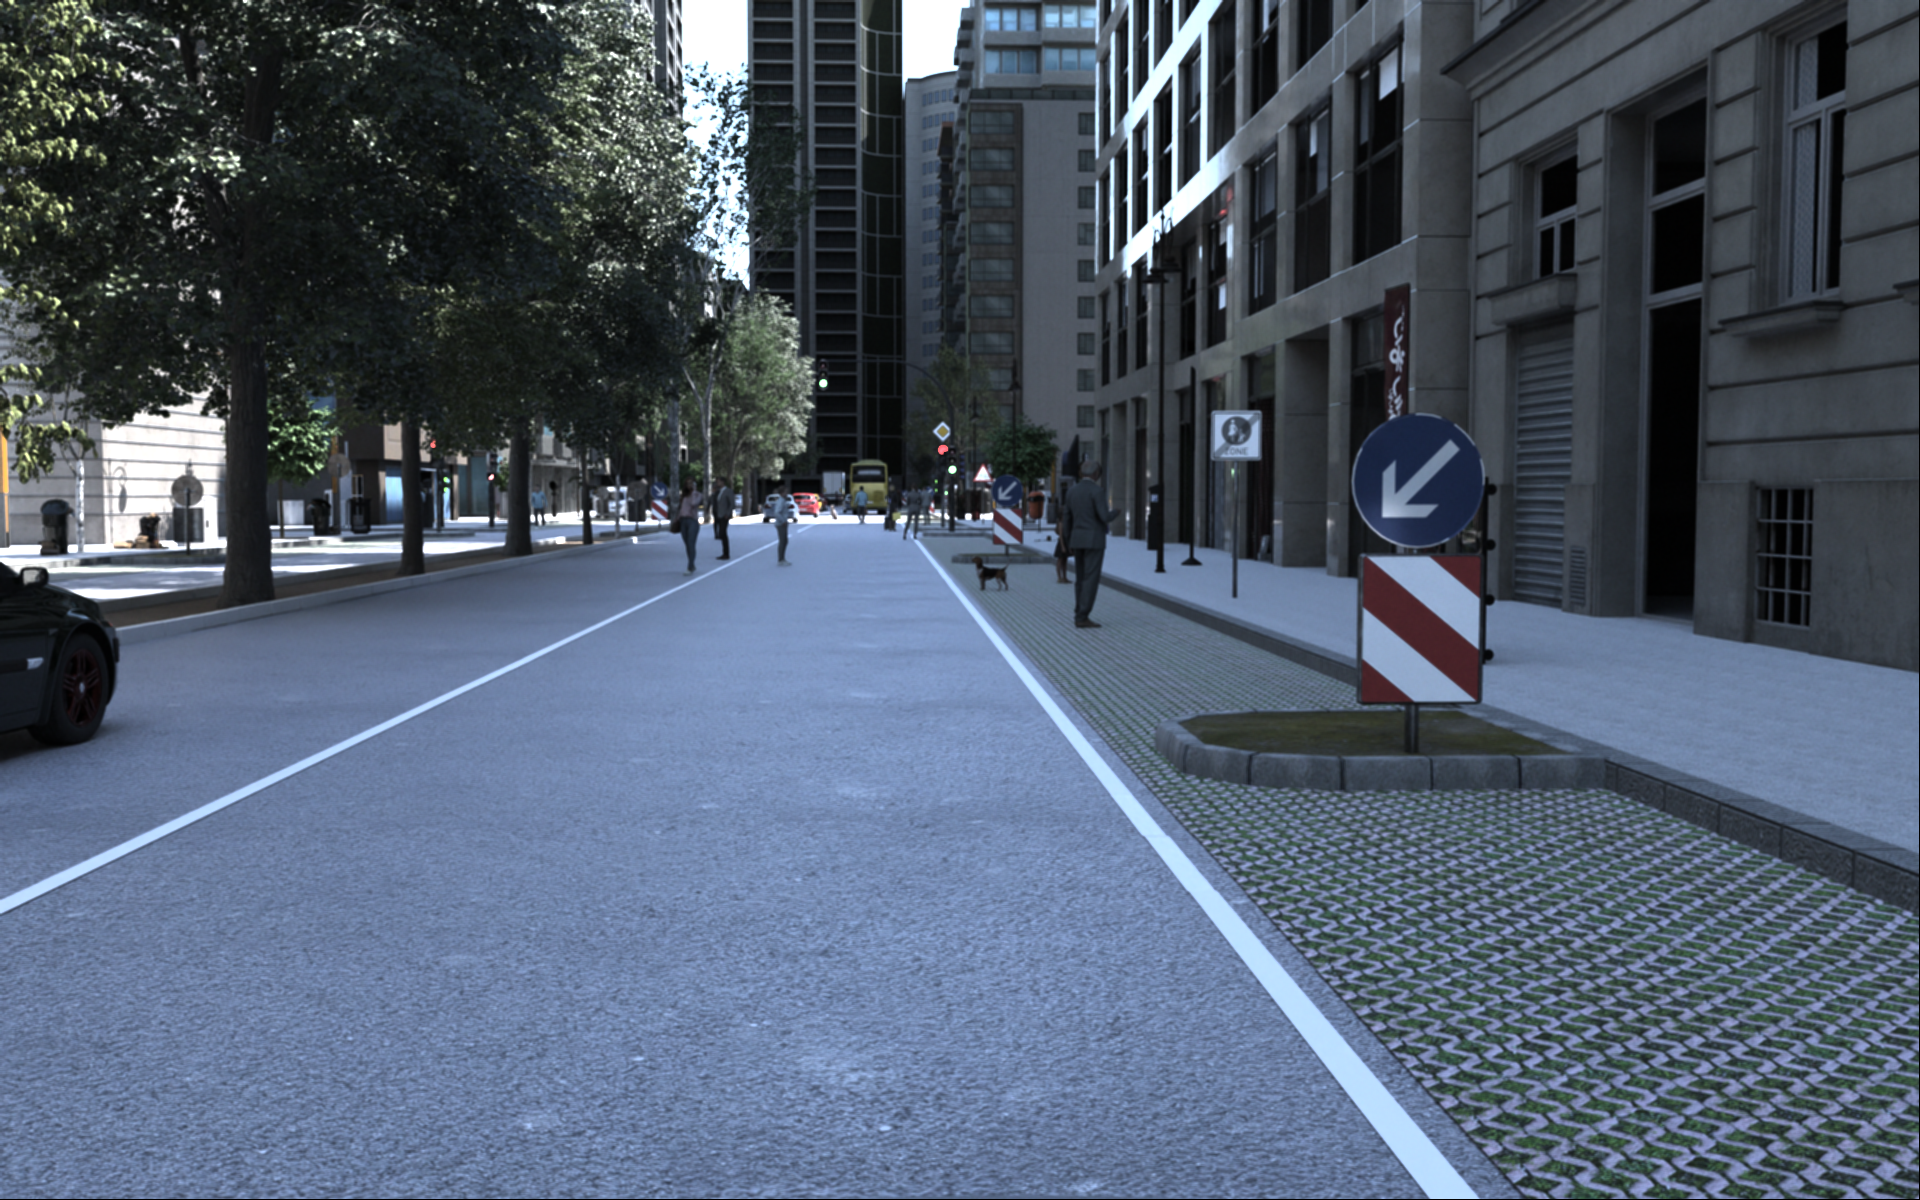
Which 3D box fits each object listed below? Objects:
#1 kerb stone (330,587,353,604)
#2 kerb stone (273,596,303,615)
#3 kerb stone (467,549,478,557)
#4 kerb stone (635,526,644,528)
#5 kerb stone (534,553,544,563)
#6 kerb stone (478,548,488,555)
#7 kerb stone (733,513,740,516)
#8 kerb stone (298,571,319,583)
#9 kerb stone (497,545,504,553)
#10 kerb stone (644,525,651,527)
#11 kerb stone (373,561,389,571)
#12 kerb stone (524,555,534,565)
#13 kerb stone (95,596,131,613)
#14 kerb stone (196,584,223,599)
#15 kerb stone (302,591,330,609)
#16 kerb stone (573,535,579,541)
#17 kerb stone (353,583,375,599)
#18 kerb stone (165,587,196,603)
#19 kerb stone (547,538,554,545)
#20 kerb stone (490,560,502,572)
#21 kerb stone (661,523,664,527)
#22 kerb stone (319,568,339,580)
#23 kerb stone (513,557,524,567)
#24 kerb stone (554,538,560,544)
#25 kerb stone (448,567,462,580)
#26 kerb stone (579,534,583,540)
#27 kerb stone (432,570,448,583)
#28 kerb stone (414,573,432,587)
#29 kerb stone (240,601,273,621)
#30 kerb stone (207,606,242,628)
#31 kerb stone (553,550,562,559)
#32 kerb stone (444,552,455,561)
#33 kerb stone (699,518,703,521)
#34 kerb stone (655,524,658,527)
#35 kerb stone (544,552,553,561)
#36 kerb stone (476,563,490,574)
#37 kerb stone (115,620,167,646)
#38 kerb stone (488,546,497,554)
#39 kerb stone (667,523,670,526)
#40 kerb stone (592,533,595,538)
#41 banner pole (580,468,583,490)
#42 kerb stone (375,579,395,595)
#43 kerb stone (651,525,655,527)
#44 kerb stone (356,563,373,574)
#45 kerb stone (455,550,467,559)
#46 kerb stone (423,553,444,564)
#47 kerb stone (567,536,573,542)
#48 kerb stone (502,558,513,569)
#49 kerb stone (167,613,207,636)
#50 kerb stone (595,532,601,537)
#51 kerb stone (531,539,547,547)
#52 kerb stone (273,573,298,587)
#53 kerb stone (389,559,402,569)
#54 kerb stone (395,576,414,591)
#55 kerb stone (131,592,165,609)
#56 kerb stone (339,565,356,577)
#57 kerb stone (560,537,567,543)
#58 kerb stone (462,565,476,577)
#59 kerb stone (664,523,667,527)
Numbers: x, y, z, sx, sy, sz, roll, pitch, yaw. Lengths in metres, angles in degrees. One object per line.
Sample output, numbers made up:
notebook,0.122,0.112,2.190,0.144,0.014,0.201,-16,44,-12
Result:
kerb stone,-8.311,-0.050,23.015,0.120,0.150,1.000,0,4,-3
kerb stone,-8.215,0.075,20.965,0.120,0.150,1.000,0,4,-3
kerb stone,-11.188,-1.048,39.330,0.120,0.150,1.000,0,4,-3
kerb stone,-12.525,-2.771,67.499,0.120,0.150,1.000,0,4,-3
kerb stone,-8.948,-0.862,36.347,0.120,0.150,1.000,0,4,-3
kerb stone,-11.232,-1.102,40.358,0.120,0.150,1.000,0,4,-3
kerb stone,-14.716,-5.590,113.589,0.120,0.150,1.000,0,4,-3
kerb stone,-10.660,-0.359,28.069,0.120,0.150,1.000,0,4,-3
kerb stone,-11.331,-1.236,42.401,0.120,0.150,1.000,0,4,-3
kerb stone,-12.618,-2.897,69.554,0.120,0.150,1.000,0,4,-3
kerb stone,-10.856,-0.610,32.169,0.120,0.150,1.000,0,4,-3
kerb stone,-8.898,-0.797,35.327,0.120,0.150,1.000,0,4,-3
kerb stone,-10.319,0.079,20.902,0.120,0.150,1.000,0,4,-3
kerb stone,-10.458,-0.109,23.974,0.120,0.150,1.000,0,4,-3
kerb stone,-8.259,0.012,21.993,0.120,0.150,1.000,0,4,-3
kerb stone,-11.817,-1.864,52.671,0.120,0.150,1.000,0,4,-3
kerb stone,-8.366,-0.113,24.038,0.120,0.150,1.000,0,4,-3
kerb stone,-10.416,-0.046,22.953,0.120,0.150,1.000,0,4,-3
kerb stone,-11.625,-1.613,48.573,0.120,0.150,1.000,0,4,-3
kerb stone,-8.750,-0.614,32.252,0.120,0.150,1.000,0,4,-3
kerb stone,-12.819,-3.147,73.642,0.120,0.150,1.000,0,4,-3
kerb stone,-10.699,-0.422,29.101,0.120,0.150,1.000,0,4,-3
kerb stone,-8.851,-0.740,34.300,0.120,0.150,1.000,0,4,-3
kerb stone,-11.672,-1.676,49.601,0.120,0.150,1.000,0,4,-3
kerb stone,-8.609,-0.424,29.178,0.120,0.150,1.000,0,4,-3
kerb stone,-11.864,-1.927,53.701,0.120,0.150,1.000,0,4,-3
kerb stone,-8.551,-0.364,28.156,0.120,0.150,1.000,0,4,-3
kerb stone,-8.503,-0.301,27.122,0.120,0.150,1.000,0,4,-3
kerb stone,-8.172,0.138,19.944,0.120,0.150,1.000,0,4,-3
kerb stone,-8.114,0.204,18.917,0.120,0.150,1.000,0,4,-3
kerb stone,-9.039,-0.986,38.394,0.120,0.150,1.000,0,4,-3
kerb stone,-11.100,-0.923,37.283,0.120,0.150,1.000,0,4,-3
kerb stone,-13.690,-4.274,92.072,0.120,0.150,1.000,0,4,-3
kerb stone,-12.713,-3.021,71.596,0.120,0.150,1.000,0,4,-3
kerb stone,-8.999,-0.925,37.372,0.120,0.150,1.000,0,4,-3
kerb stone,-8.703,-0.553,31.231,0.120,0.150,1.000,0,4,-3
kerb stone,-8.015,0.326,16.870,0.120,0.150,1.000,0,4,-3
kerb stone,-11.286,-1.171,41.379,0.120,0.150,1.000,0,4,-3
kerb stone,-12.915,-3.273,75.706,0.120,0.150,1.000,0,4,-3
kerb stone,-11.968,-2.049,55.742,0.120,0.150,1.000,0,4,-3
banner pole,-28.315,-8.479,128.650,0.401,3.779,0.863,2,4,34
kerb stone,-8.415,-0.176,25.071,0.120,0.150,1.000,0,4,-3
kerb stone,-12.669,-2.959,70.575,0.120,0.150,1.000,0,4,-3
kerb stone,-10.815,-0.547,31.145,0.120,0.150,1.000,0,4,-3
kerb stone,-11.134,-0.985,38.308,0.120,0.150,1.000,0,4,-3
kerb stone,-11.039,-0.860,36.262,0.120,0.150,1.000,0,4,-3
kerb stone,-11.780,-1.801,51.649,0.120,0.150,1.000,0,4,-3
kerb stone,-8.799,-0.678,33.280,0.120,0.150,1.000,0,4,-3
kerb stone,-8.064,0.266,17.896,0.120,0.150,1.000,0,4,-3
kerb stone,-12.071,-2.177,57.783,0.120,0.150,1.000,0,4,-3
kerb stone,-11.576,-1.548,47.540,0.120,0.150,1.000,0,4,-3
kerb stone,-10.613,-0.296,27.042,0.120,0.150,1.000,0,4,-3
kerb stone,-10.908,-0.673,33.192,0.120,0.150,1.000,0,4,-3
kerb stone,-8.460,-0.239,26.101,0.120,0.150,1.000,0,4,-3
kerb stone,-10.364,0.018,21.927,0.120,0.150,1.000,0,4,-3
kerb stone,-10.761,-0.485,30.125,0.120,0.150,1.000,0,4,-3
kerb stone,-11.728,-1.736,50.629,0.120,0.150,1.000,0,4,-3
kerb stone,-8.660,-0.489,30.199,0.120,0.150,1.000,0,4,-3
kerb stone,-12.869,-3.205,74.681,0.120,0.150,1.000,0,4,-3
